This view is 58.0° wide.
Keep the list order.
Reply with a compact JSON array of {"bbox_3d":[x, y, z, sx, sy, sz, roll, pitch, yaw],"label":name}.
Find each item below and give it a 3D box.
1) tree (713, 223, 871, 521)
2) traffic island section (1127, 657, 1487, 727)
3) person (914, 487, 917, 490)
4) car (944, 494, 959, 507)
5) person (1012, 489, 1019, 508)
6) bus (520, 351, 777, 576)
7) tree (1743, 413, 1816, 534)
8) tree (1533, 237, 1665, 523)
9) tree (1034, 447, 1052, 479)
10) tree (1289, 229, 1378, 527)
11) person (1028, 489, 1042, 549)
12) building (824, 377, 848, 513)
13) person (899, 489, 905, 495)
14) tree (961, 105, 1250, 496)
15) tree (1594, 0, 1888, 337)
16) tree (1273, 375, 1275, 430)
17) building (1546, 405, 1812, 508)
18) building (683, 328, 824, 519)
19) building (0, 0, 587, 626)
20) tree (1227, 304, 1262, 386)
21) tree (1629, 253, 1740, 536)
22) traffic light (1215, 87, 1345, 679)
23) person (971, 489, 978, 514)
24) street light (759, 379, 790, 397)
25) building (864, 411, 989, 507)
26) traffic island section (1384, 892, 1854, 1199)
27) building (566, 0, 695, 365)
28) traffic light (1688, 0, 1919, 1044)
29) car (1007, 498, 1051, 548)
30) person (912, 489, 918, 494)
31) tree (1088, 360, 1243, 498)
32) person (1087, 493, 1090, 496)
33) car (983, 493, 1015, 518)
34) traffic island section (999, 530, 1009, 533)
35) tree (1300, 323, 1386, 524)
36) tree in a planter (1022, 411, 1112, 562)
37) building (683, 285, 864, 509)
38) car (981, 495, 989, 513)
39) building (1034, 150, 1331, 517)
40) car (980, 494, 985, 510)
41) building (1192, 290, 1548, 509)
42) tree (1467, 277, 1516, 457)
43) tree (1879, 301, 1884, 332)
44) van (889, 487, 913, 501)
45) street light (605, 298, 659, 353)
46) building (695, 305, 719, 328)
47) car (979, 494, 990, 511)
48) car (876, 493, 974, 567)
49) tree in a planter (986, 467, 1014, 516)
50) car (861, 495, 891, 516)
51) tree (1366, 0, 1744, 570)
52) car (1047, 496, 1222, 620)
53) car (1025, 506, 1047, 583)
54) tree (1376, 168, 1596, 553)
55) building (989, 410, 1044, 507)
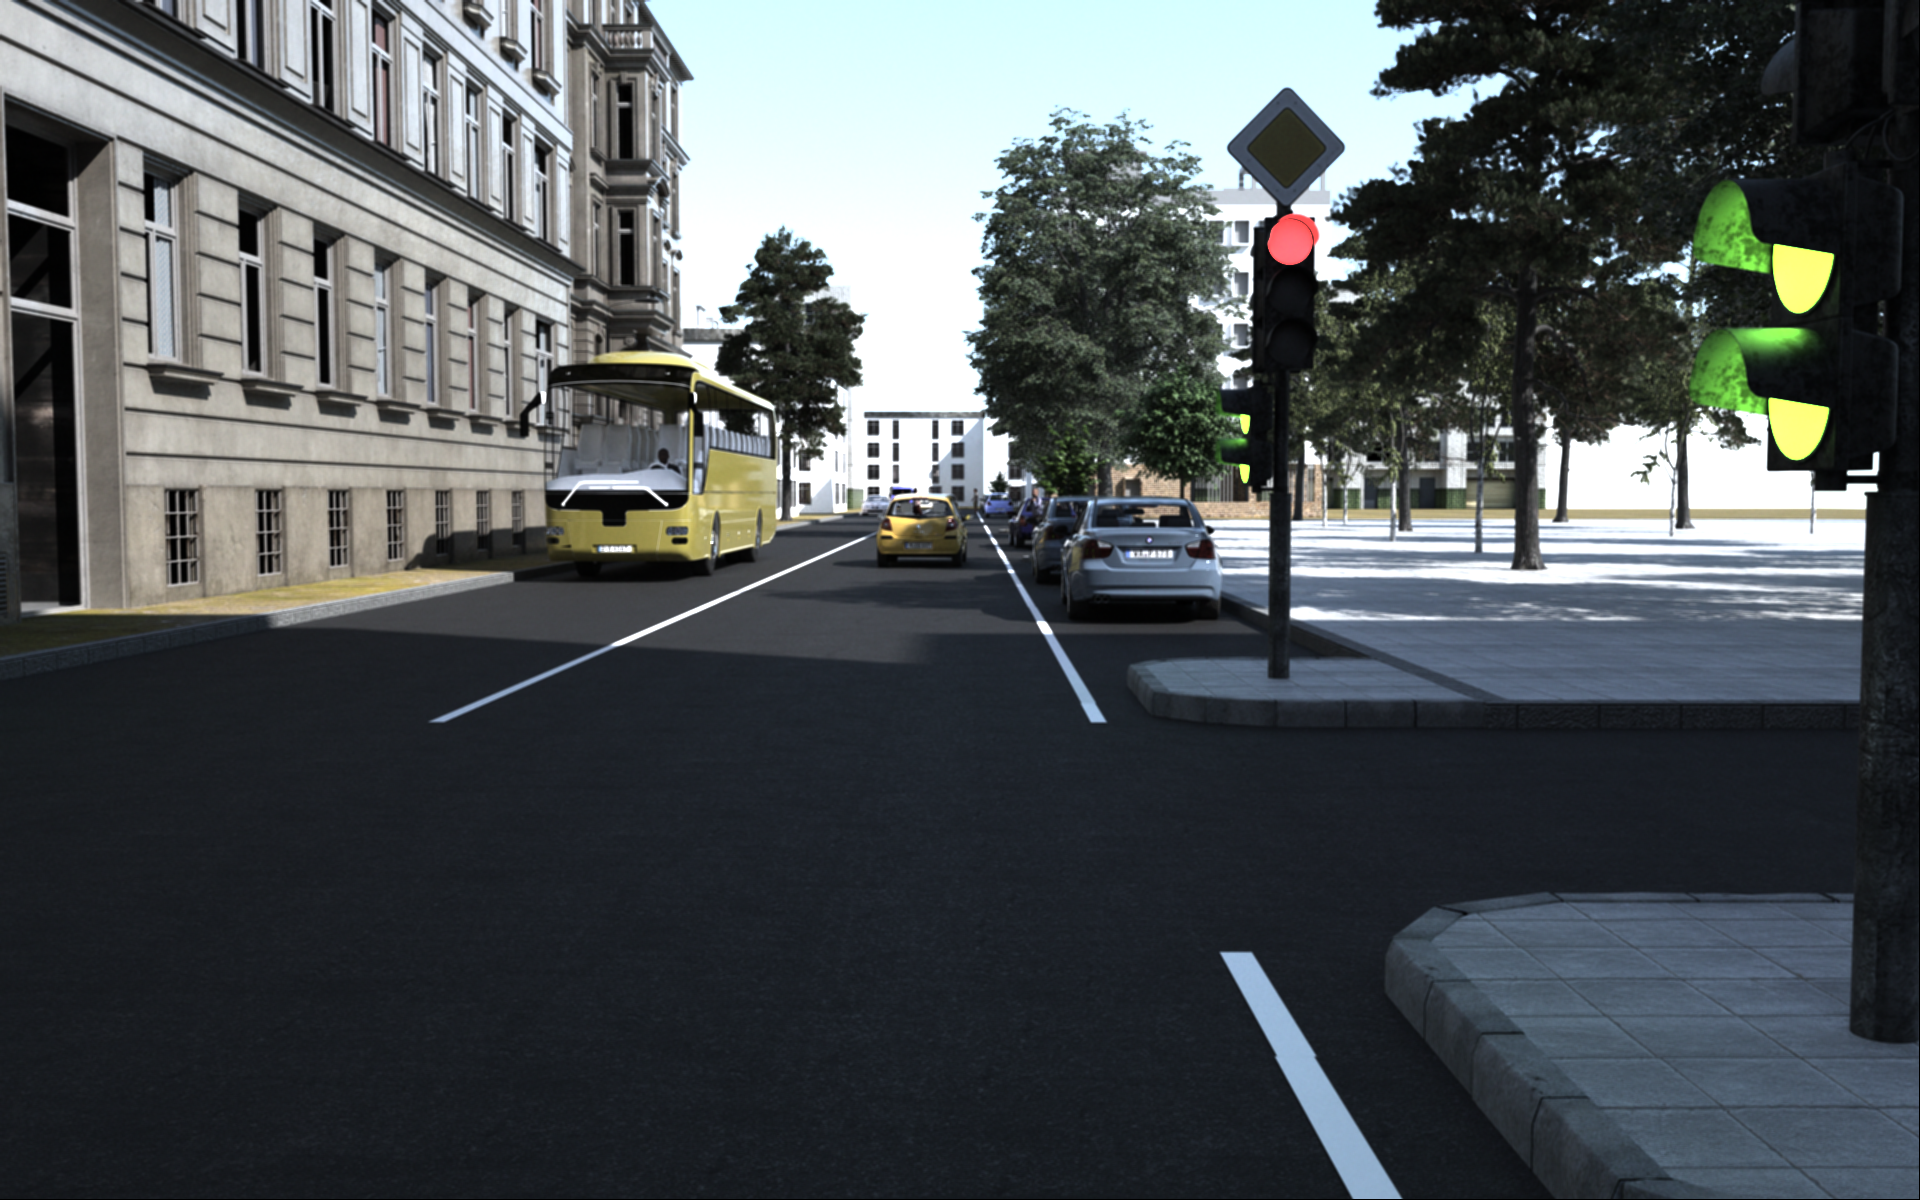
[{"bbox_3d":[-8.004,-10.672,81.909,7.806,13.903,7.818,0,3,0],"label":"tree"},{"bbox_3d":[2.247,0.623,12.099,2.009,0.180,2.903,0,4,0],"label":"traffic island section"},{"bbox_3d":[-2.604,-5.719,101.993,0.705,1.826,1.348,3,5,44],"label":"person"},{"bbox_3d":[-1.044,-7.410,130.936,2.009,1.686,4.222,0,4,-1],"label":"car"},{"bbox_3d":[5.204,-9.576,163.148,0.617,1.759,0.750,0,4,3],"label":"person"},{"bbox_3d":[-5.487,-2.568,33.538,2.896,3.916,12.252,0,4,1],"label":"bus"},{"bbox_3d":[27.396,-6.452,55.856,4.360,8.622,3.978,0,3,0],"label":"tree"},{"bbox_3d":[26.835,-9.566,63.833,7.806,13.903,7.818,0,3,0],"label":"tree"},{"bbox_3d":[5.267,-6.358,87.673,4.285,4.588,4.351,0,3,0],"label":"tree"},{"bbox_3d":[11.499,-5.892,46.695,4.737,8.622,4.395,0,3,0],"label":"tree"},{"bbox_3d":[1.952,-2.082,44.598,0.319,1.574,0.516,-1,4,-17],"label":"person"},{"bbox_3d":[-12.920,-11.493,130.061,9.099,9.664,28.070,0,4,0],"label":"building"},{"bbox_3d":[-4.740,-8.189,142.418,1.348,1.821,0.705,1,4,22],"label":"person"},{"bbox_3d":[4.632,-9.138,56.065,9.857,13.997,8.962,0,3,0],"label":"tree"},{"bbox_3d":[11.252,-6.840,18.495,9.857,13.997,8.962,0,3,0],"label":"tree"},{"bbox_3d":[14.013,-7.132,66.966,4.737,8.622,4.395,0,3,0],"label":"tree"},{"bbox_3d":[63.991,-13.246,158.725,28.070,9.664,9.099,0,4,0],"label":"building"},{"bbox_3d":[-13.903,-9.760,101.731,9.099,9.664,28.070,0,4,0],"label":"building"},{"bbox_3d":[-16.549,-11.828,26.669,16.112,22.955,30.059,0,4,0],"label":"building"},{"bbox_3d":[16.451,-9.873,83.484,6.751,12.117,7.091,0,3,0],"label":"tree"},{"bbox_3d":[21.809,-6.249,52.526,4.737,8.622,4.395,0,3,0],"label":"tree"},{"bbox_3d":[2.207,-1.391,11.986,0.839,4.213,0.868,0,4,0],"label":"traffic light"},{"bbox_3d":[1.080,-7.076,124.203,0.705,1.824,1.348,-1,4,-14],"label":"person"},{"bbox_3d":[-7.585,-5.977,70.267,1.470,5.913,1.316,0,4,0],"label":"street light"},{"bbox_3d":[-11.444,-14.318,176.242,28.070,9.664,9.099,0,4,0],"label":"building"},{"bbox_3d":[2.217,1.111,4.114,2.009,0.180,2.903,0,4,0],"label":"traffic island section"},{"bbox_3d":[-17.312,-14.694,59.326,14.460,24.649,34.723,0,4,0],"label":"building"},{"bbox_3d":[2.177,-0.903,4.001,0.839,4.213,0.868,0,4,0],"label":"traffic light"},{"bbox_3d":[2.270,-2.120,47.245,1.945,1.354,3.894,0,4,-2],"label":"car"},{"bbox_3d":[-1.784,-4.008,75.496,0.566,1.644,0.517,1,4,9],"label":"person"},{"bbox_3d":[5.456,-3.571,42.092,4.285,4.588,4.351,0,3,0],"label":"tree"},{"bbox_3d":[6.412,-5.270,92.223,1.348,1.821,0.705,0,4,7],"label":"person"},{"bbox_3d":[2.376,-5.868,105.528,1.945,1.707,3.694,0,4,0],"label":"car"},{"bbox_3d":[2.442,-2.561,64.738,1.991,0.108,1.994,0,4,0],"label":"traffic island section"},{"bbox_3d":[16.289,-7.491,72.836,4.360,8.622,3.978,0,3,0],"label":"tree"},{"bbox_3d":[2.339,-2.436,37.051,1.991,3.239,1.994,0,4,0],"label":"tree in a planter"},{"bbox_3d":[-24.852,-17.667,155.314,31.486,18.905,16.747,0,4,0],"label":"building"},{"bbox_3d":[2.571,-7.340,132.019,2.014,1.417,4.499,0,4,1],"label":"car"},{"bbox_3d":[12.422,-14.970,101.178,16.016,20.091,11.380,0,4,0],"label":"building"},{"bbox_3d":[2.682,-8.821,154.440,2.015,1.641,3.980,0,4,0],"label":"car"},{"bbox_3d":[34.053,-17.646,154.964,31.486,18.905,16.747,0,4,0],"label":"building"},{"bbox_3d":[27.110,-10.411,77.637,7.806,13.903,7.818,0,3,0],"label":"tree"},{"bbox_3d":[18.846,-6.844,30.033,7.486,12.596,7.792,0,3,0],"label":"tree"},{"bbox_3d":[-5.001,-8.960,150.886,2.240,2.365,5.245,0,4,1],"label":"van"},{"bbox_3d":[-7.820,-4.195,41.129,1.470,5.913,1.316,0,4,0],"label":"street light"},{"bbox_3d":[-31.364,-19.759,179.487,11.380,20.091,16.016,0,4,0],"label":"building"},{"bbox_3d":[2.619,-8.290,145.331,2.009,1.686,4.222,0,4,0],"label":"car"},{"bbox_3d":[-0.737,-1.546,35.499,2.015,1.641,3.980,0,4,2],"label":"car"},{"bbox_3d":[2.627,-7.132,113.823,1.991,3.239,1.994,0,4,0],"label":"tree in a planter"},{"bbox_3d":[-5.622,-6.406,117.095,2.083,1.381,4.827,0,3,0],"label":"car"},{"bbox_3d":[9.559,-6.548,29.116,6.751,12.117,7.091,0,3,0],"label":"tree"},{"bbox_3d":[2.140,-0.556,21.092,2.014,1.417,4.499,0,4,2],"label":"car"},{"bbox_3d":[2.108,-1.046,29.105,2.014,1.417,4.499,0,4,1],"label":"car"},{"bbox_3d":[11.612,-5.342,37.702,4.737,8.622,4.395,0,3,0],"label":"tree"},{"bbox_3d":[16.728,-14.321,176.296,28.070,9.664,9.099,0,4,0],"label":"building"}]
